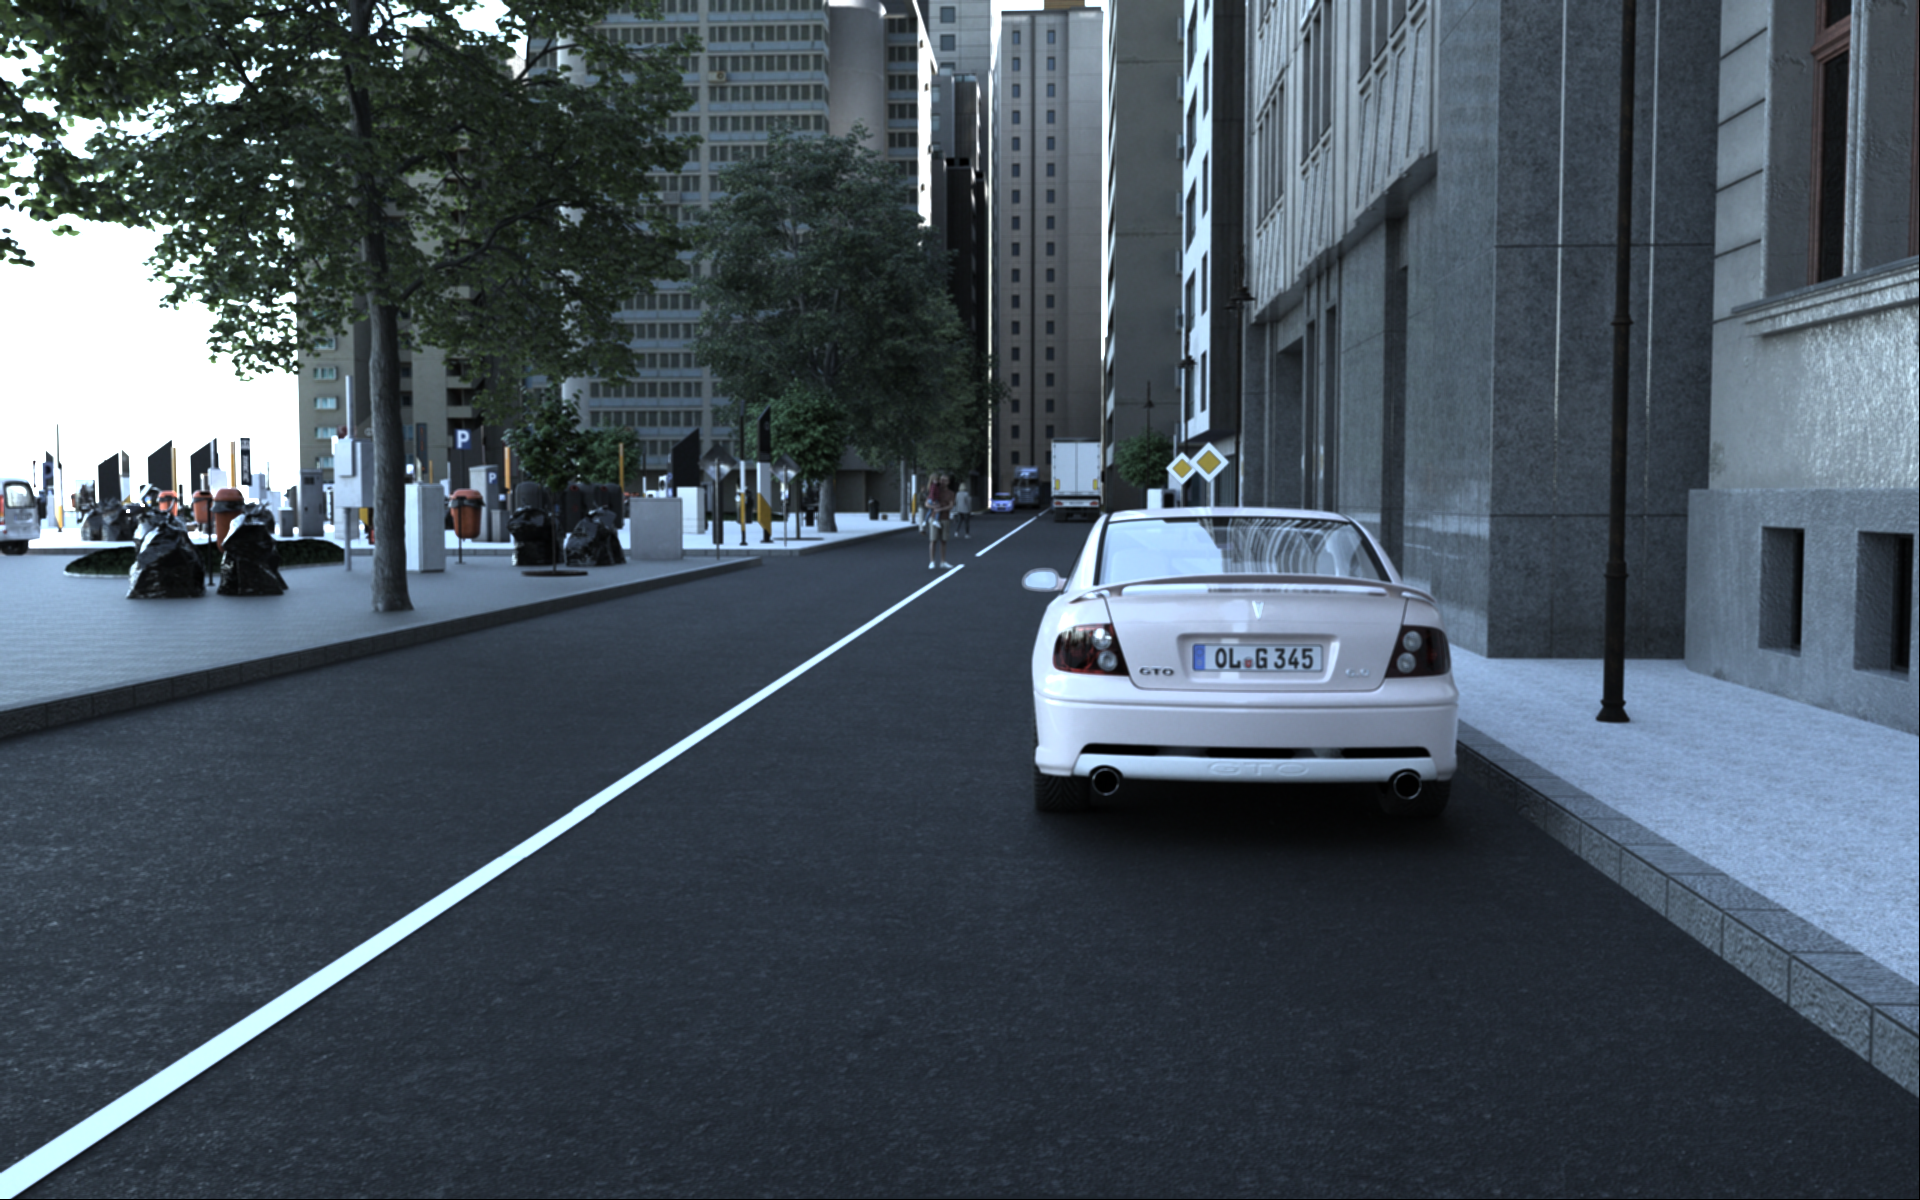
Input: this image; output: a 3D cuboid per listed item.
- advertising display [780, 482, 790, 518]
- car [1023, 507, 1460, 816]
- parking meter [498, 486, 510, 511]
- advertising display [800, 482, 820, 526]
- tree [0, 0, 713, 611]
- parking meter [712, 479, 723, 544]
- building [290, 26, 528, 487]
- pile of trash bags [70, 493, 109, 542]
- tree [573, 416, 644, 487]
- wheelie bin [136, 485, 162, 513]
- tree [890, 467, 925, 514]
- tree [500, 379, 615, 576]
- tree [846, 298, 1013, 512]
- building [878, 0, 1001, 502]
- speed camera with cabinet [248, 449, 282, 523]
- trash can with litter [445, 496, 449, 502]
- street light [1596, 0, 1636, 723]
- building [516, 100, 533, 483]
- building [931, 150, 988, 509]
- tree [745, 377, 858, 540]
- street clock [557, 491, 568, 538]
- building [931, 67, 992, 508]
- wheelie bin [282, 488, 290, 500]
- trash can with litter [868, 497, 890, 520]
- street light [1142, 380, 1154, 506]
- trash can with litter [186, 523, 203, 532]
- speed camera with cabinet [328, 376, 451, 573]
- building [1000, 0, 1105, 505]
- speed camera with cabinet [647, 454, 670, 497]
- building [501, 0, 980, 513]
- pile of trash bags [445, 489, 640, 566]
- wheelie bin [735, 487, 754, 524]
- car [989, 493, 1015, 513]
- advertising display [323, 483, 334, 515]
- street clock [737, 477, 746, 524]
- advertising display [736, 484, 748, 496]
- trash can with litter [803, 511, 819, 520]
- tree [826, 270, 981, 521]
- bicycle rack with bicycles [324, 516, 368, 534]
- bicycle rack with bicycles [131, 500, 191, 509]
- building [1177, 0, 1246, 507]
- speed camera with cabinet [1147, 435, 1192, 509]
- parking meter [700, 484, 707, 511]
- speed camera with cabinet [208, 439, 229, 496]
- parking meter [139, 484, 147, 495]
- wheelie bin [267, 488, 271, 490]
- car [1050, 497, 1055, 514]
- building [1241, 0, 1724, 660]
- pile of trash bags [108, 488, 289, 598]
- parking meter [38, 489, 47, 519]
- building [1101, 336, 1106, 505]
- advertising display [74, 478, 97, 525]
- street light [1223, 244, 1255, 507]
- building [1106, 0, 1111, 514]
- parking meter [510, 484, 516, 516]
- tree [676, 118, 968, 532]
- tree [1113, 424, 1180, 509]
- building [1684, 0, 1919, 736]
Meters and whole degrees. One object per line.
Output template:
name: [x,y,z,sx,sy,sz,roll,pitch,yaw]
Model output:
advertising display: [-9.463,-5.419,93.822,0.123,1.923,0.974,-2,4,-31]
car: [1.350,0.197,9.141,2.083,1.381,4.827,0,4,4]
parking meter: [-12.771,-2.447,48.412,0.372,1.533,0.369,0,3,0]
advertising display: [-5.969,-3.890,68.815,0.123,1.923,0.974,3,5,43]
tree: [-6.744,-6.160,18.835,7.486,12.596,7.792,0,3,0]
parking meter: [-6.209,-2.364,44.370,0.255,1.863,0.399,-1,4,-12]
building: [-56.325,-34.341,185.180,21.600,48.544,21.300,0,4,4]
pile of trash bags: [-22.394,-2.339,47.991,1.912,1.369,3.447,3,5,44]
tree: [-14.848,-5.468,73.115,4.285,4.588,4.351,0,3,0]
wheelie bin: [-26.781,-3.019,57.264,0.693,1.594,0.980,-3,5,-40]
tree: [-3.201,-9.823,110.970,4.360,8.622,3.978,0,3,0]
tree: [-6.297,-2.006,27.397,1.663,3.219,1.824,0,3,0]
tree: [-1.761,-11.192,99.992,9.611,12.733,9.660,0,3,0]
building: [-6.387,-45.505,182.251,20.611,71.187,20.563,0,4,4]
speed camera with cabinet: [-30.479,-4.990,75.921,0.660,3.252,2.038,0,4,5]
trash can with litter: [-20.022,-3.404,66.718,1.678,1.210,2.233,0,4,-3]
street light: [3.693,-2.253,9.620,0.468,5.910,1.993,0,4,4]
building: [-31.187,-32.317,183.008,28.867,44.769,22.147,0,4,4]
building: [-4.983,-23.058,148.703,14.160,30.474,14.107,0,4,4]
tree: [-4.489,-3.976,48.716,4.285,4.588,4.351,0,3,0]
street clock: [-11.501,-2.780,50.018,0.358,2.002,0.471,1,4,10]
building: [-4.368,-29.297,162.597,14.154,41.232,14.086,0,4,4]
wheelie bin: [-36.318,-5.274,94.138,0.980,1.594,0.693,-2,4,-26]
trash can with litter: [-4.001,-4.533,85.496,1.055,1.170,0.624,0,4,-1]
street light: [7.649,-5.969,70.376,0.468,5.910,1.993,0,4,4]
trash can with litter: [-25.755,-2.888,58.603,1.055,1.170,0.624,-3,5,-40]
speed camera with cabinet: [-9.515,-2.112,28.870,2.038,3.252,0.660,2,4,30]
building: [3.054,-40.838,209.700,28.212,58.520,21.231,0,4,4]
speed camera with cabinet: [-14.884,-5.615,86.149,0.660,3.252,2.038,-3,4,-37]
building: [-14.918,-26.787,129.854,32.217,40.220,23.993,0,4,4]
pile of trash bags: [-7.819,-1.351,31.844,3.447,1.369,1.912,1,4,15]
wheelie bin: [-9.372,-4.132,75.465,0.693,1.594,0.980,-2,4,-30]
car: [3.180,-7.328,129.397,1.945,1.707,3.694,0,4,4]
advertising display: [-37.535,-5.985,103.068,0.123,1.923,0.974,2,4,33]
street clock: [-9.346,-4.252,74.089,0.358,2.002,0.471,-1,4,-23]
advertising display: [-13.350,-6.169,106.080,0.974,1.923,0.123,3,5,44]
trash can with litter: [-7.521,-4.709,88.051,1.678,1.210,2.233,2,4,34]
tree: [-3.049,-10.058,82.582,7.486,12.596,7.792,0,3,0]
bicycle rack with bicycles: [-20.089,-2.606,55.991,2.852,0.926,2.925,0,4,-8]
bicycle rack with bicycles: [-47.563,-5.407,101.786,2.925,0.926,2.852,1,4,15]
building: [13.305,-16.773,45.943,14.107,30.474,14.160,0,4,4]
speed camera with cabinet: [6.964,-3.858,57.407,0.660,3.252,2.038,3,4,36]
parking meter: [-15.074,-5.876,101.784,0.255,1.863,0.399,2,4,32]
speed camera with cabinet: [-26.319,-4.117,61.651,0.660,3.252,2.038,-2,4,-27]
parking meter: [-45.359,-5.532,96.154,0.255,1.863,0.399,1,4,18]
wheelie bin: [-34.670,-4.818,86.683,0.693,1.594,0.980,1,4,12]
car: [7.627,-7.106,128.192,2.014,1.417,4.499,0,4,3]
building: [10.748,-12.492,22.274,12.078,24.808,19.932,0,4,4]
pile of trash bags: [-9.902,-0.811,23.016,1.912,1.369,3.447,-1,4,-16]
parking meter: [-47.283,-4.942,89.209,0.372,1.533,0.369,0,3,0]
building: [32.079,-22.448,212.057,28.899,21.520,27.650,0,4,4]
advertising display: [-36.267,-4.075,71.834,0.974,1.923,0.123,1,4,14]
street light: [5.173,-3.638,32.261,0.468,5.910,1.993,0,4,4]
building: [19.460,-29.161,100.490,21.300,48.544,21.600,0,4,4]
parking meter: [-26.109,-5.843,101.237,0.255,1.863,0.399,-3,4,-37]
tree: [-4.573,-9.244,57.799,9.857,13.997,8.962,0,3,0]
tree: [8.807,-5.953,81.039,4.285,4.588,4.351,0,3,0]
building: [10.790,-13.024,0.334,14.401,28.519,23.554,0,4,4]
